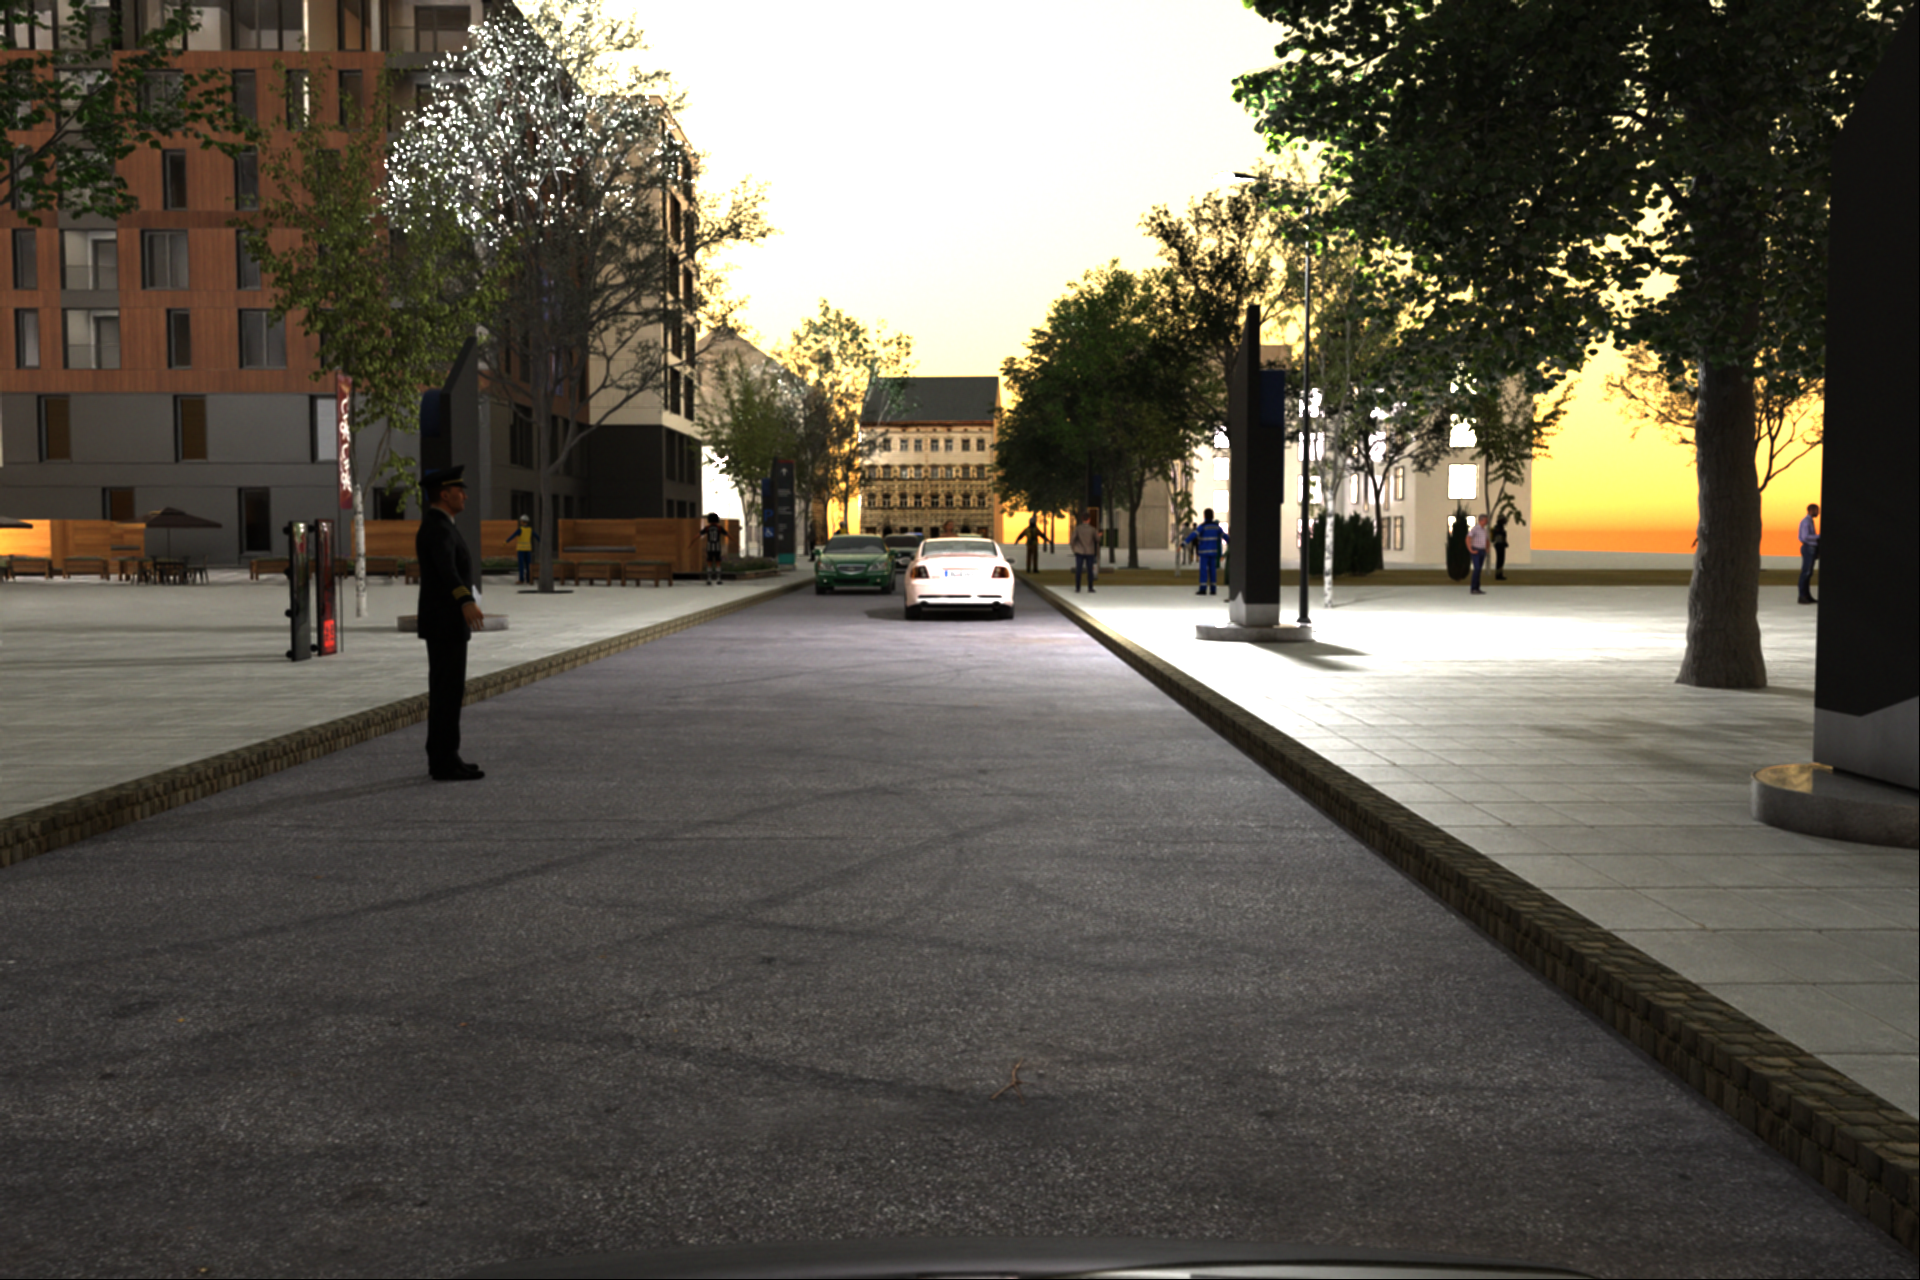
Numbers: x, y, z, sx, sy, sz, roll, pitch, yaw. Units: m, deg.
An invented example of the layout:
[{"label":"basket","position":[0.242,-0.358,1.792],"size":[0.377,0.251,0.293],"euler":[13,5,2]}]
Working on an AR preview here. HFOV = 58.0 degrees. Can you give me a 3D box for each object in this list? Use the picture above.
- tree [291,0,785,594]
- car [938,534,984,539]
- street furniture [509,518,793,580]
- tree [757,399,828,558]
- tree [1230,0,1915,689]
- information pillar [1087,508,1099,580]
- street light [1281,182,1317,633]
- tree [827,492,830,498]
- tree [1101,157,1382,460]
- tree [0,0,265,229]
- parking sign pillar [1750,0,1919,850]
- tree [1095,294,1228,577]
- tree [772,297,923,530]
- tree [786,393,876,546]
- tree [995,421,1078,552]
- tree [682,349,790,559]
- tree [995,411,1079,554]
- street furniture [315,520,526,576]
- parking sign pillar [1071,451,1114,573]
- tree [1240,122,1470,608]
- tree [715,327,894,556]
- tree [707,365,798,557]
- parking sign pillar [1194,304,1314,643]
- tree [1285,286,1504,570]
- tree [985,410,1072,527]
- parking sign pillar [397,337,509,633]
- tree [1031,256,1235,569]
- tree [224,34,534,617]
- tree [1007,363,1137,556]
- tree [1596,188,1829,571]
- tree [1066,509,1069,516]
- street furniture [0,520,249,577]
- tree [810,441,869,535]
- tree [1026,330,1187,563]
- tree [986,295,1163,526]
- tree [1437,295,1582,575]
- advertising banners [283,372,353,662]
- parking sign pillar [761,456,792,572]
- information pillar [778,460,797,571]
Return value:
[{"label":"tree","position":[-8.890,-7.771,37.419],"size":[12.009,13.543,11.850],"euler":[0,3,0]},{"label":"car","position":[0.022,-2.198,47.742],"size":[2.131,1.459,4.920],"euler":[0,4,-1]},{"label":"street furniture","position":[-7.909,-2.746,51.752],"size":[9.812,1.723,11.010],"euler":[0,4,6]},{"label":"tree","position":[-8.740,-8.735,93.181],"size":[4.360,8.622,3.978],"euler":[0,3,0]},{"label":"tree","position":[6.382,-6.580,14.232],"size":[9.857,13.997,8.962],"euler":[0,3,0]},{"label":"information pillar","position":[3.700,-2.678,48.272],"size":[0.304,2.012,0.304],"euler":[0,3,0]},{"label":"street light","position":[5.017,-3.048,22.375],"size":[1.470,5.913,1.316],"euler":[0,4,0]},{"label":"tree","position":[-22.316,-19.798,234.061],"size":[12.009,13.543,11.850],"euler":[0,3,0]},{"label":"tree","position":[7.054,-6.591,42.180],"size":[7.601,10.594,8.767],"euler":[-3,4,-36]},{"label":"tree","position":[-8.185,-5.292,12.273],"size":[9.928,11.665,9.643],"euler":[0,3,0]},{"label":"parking sign pillar","position":[4.280,-1.165,7.523],"size":[1.447,3.967,1.447],"euler":[0,4,0]},{"label":"tree","position":[6.370,-6.216,52.001],"size":[4.737,8.622,4.395],"euler":[0,3,0]},{"label":"tree","position":[-8.959,-17.224,137.495],"size":[12.611,20.169,13.585],"euler":[0,3,0]},{"label":"tree","position":[-9.160,-11.068,115.369],"size":[7.601,10.594,8.767],"euler":[-2,4,-32]},{"label":"tree","position":[6.351,-11.662,125.081],"size":[8.767,10.594,7.601],"euler":[2,4,32]},{"label":"tree","position":[-8.548,-7.207,68.201],"size":[4.737,8.622,4.395],"euler":[0,3,0]},{"label":"tree","position":[5.868,-10.942,113.312],"size":[8.767,10.594,7.601],"euler":[2,4,32]},{"label":"street furniture","position":[-18.380,-2.981,55.591],"size":[9.812,1.723,11.010],"euler":[-1,4,-17]},{"label":"parking sign pillar","position":[4.379,-4.200,57.147],"size":[1.447,3.967,1.447],"euler":[0,4,0]},{"label":"tree","position":[6.168,-4.855,29.738],"size":[4.360,8.622,3.978],"euler":[0,3,0]},{"label":"tree","position":[-9.094,-11.730,102.161],"size":[12.009,13.543,11.850],"euler":[0,3,0]},{"label":"tree","position":[-8.639,-7.556,73.900],"size":[4.737,8.622,4.395],"euler":[0,3,0]},{"label":"parking sign pillar","position":[3.588,-1.993,21.052],"size":[1.447,3.967,1.447],"euler":[0,4,0]},{"label":"tree","position":[15.344,-7.853,62.816],"size":[8.767,10.594,7.601],"euler":[1,4,16]},{"label":"tree","position":[5.639,-13.484,138.591],"size":[7.486,12.596,7.792],"euler":[0,3,0]},{"label":"parking sign pillar","position":[-6.785,-2.117,23.091],"size":[1.447,3.967,1.447],"euler":[0,3,0]},{"label":"tree","position":[6.498,-8.453,63.967],"size":[9.928,11.665,9.643],"euler":[0,3,0]},{"label":"tree","position":[-8.995,-4.652,26.422],"size":[4.737,8.622,4.395],"euler":[0,3,0]},{"label":"tree","position":[6.747,-10.685,100.448],"size":[9.928,11.665,9.643],"euler":[0,3,0]},{"label":"tree","position":[27.850,-9.178,60.424],"size":[12.009,13.543,11.850],"euler":[0,3,0]},{"label":"tree","position":[17.851,-20.106,239.109],"size":[12.009,13.543,11.850],"euler":[0,3,0]},{"label":"street furniture","position":[-30.432,-3.049,56.705],"size":[9.812,1.723,11.010],"euler":[3,4,36]},{"label":"tree","position":[-9.312,-10.651,124.509],"size":[4.360,8.622,3.978],"euler":[0,3,0]},{"label":"tree","position":[6.385,-8.655,75.921],"size":[7.601,10.594,8.767],"euler":[-1,4,-22]},{"label":"tree","position":[6.248,-11.163,89.172],"size":[9.857,13.997,8.962],"euler":[0,3,0]},{"label":"tree","position":[16.702,-6.323,53.748],"size":[4.737,8.622,4.395],"euler":[0,3,0]},{"label":"advertising banners","position":[-6.714,-1.350,18.254],"size":[0.090,3.025,2.074],"euler":[0,4,-1]},{"label":"parking sign pillar","position":[-6.491,-4.332,59.293],"size":[1.447,3.967,1.447],"euler":[0,4,0]},{"label":"information pillar","position":[-6.137,-4.379,60.976],"size":[0.750,3.857,0.750],"euler":[0,4,-1]}]
